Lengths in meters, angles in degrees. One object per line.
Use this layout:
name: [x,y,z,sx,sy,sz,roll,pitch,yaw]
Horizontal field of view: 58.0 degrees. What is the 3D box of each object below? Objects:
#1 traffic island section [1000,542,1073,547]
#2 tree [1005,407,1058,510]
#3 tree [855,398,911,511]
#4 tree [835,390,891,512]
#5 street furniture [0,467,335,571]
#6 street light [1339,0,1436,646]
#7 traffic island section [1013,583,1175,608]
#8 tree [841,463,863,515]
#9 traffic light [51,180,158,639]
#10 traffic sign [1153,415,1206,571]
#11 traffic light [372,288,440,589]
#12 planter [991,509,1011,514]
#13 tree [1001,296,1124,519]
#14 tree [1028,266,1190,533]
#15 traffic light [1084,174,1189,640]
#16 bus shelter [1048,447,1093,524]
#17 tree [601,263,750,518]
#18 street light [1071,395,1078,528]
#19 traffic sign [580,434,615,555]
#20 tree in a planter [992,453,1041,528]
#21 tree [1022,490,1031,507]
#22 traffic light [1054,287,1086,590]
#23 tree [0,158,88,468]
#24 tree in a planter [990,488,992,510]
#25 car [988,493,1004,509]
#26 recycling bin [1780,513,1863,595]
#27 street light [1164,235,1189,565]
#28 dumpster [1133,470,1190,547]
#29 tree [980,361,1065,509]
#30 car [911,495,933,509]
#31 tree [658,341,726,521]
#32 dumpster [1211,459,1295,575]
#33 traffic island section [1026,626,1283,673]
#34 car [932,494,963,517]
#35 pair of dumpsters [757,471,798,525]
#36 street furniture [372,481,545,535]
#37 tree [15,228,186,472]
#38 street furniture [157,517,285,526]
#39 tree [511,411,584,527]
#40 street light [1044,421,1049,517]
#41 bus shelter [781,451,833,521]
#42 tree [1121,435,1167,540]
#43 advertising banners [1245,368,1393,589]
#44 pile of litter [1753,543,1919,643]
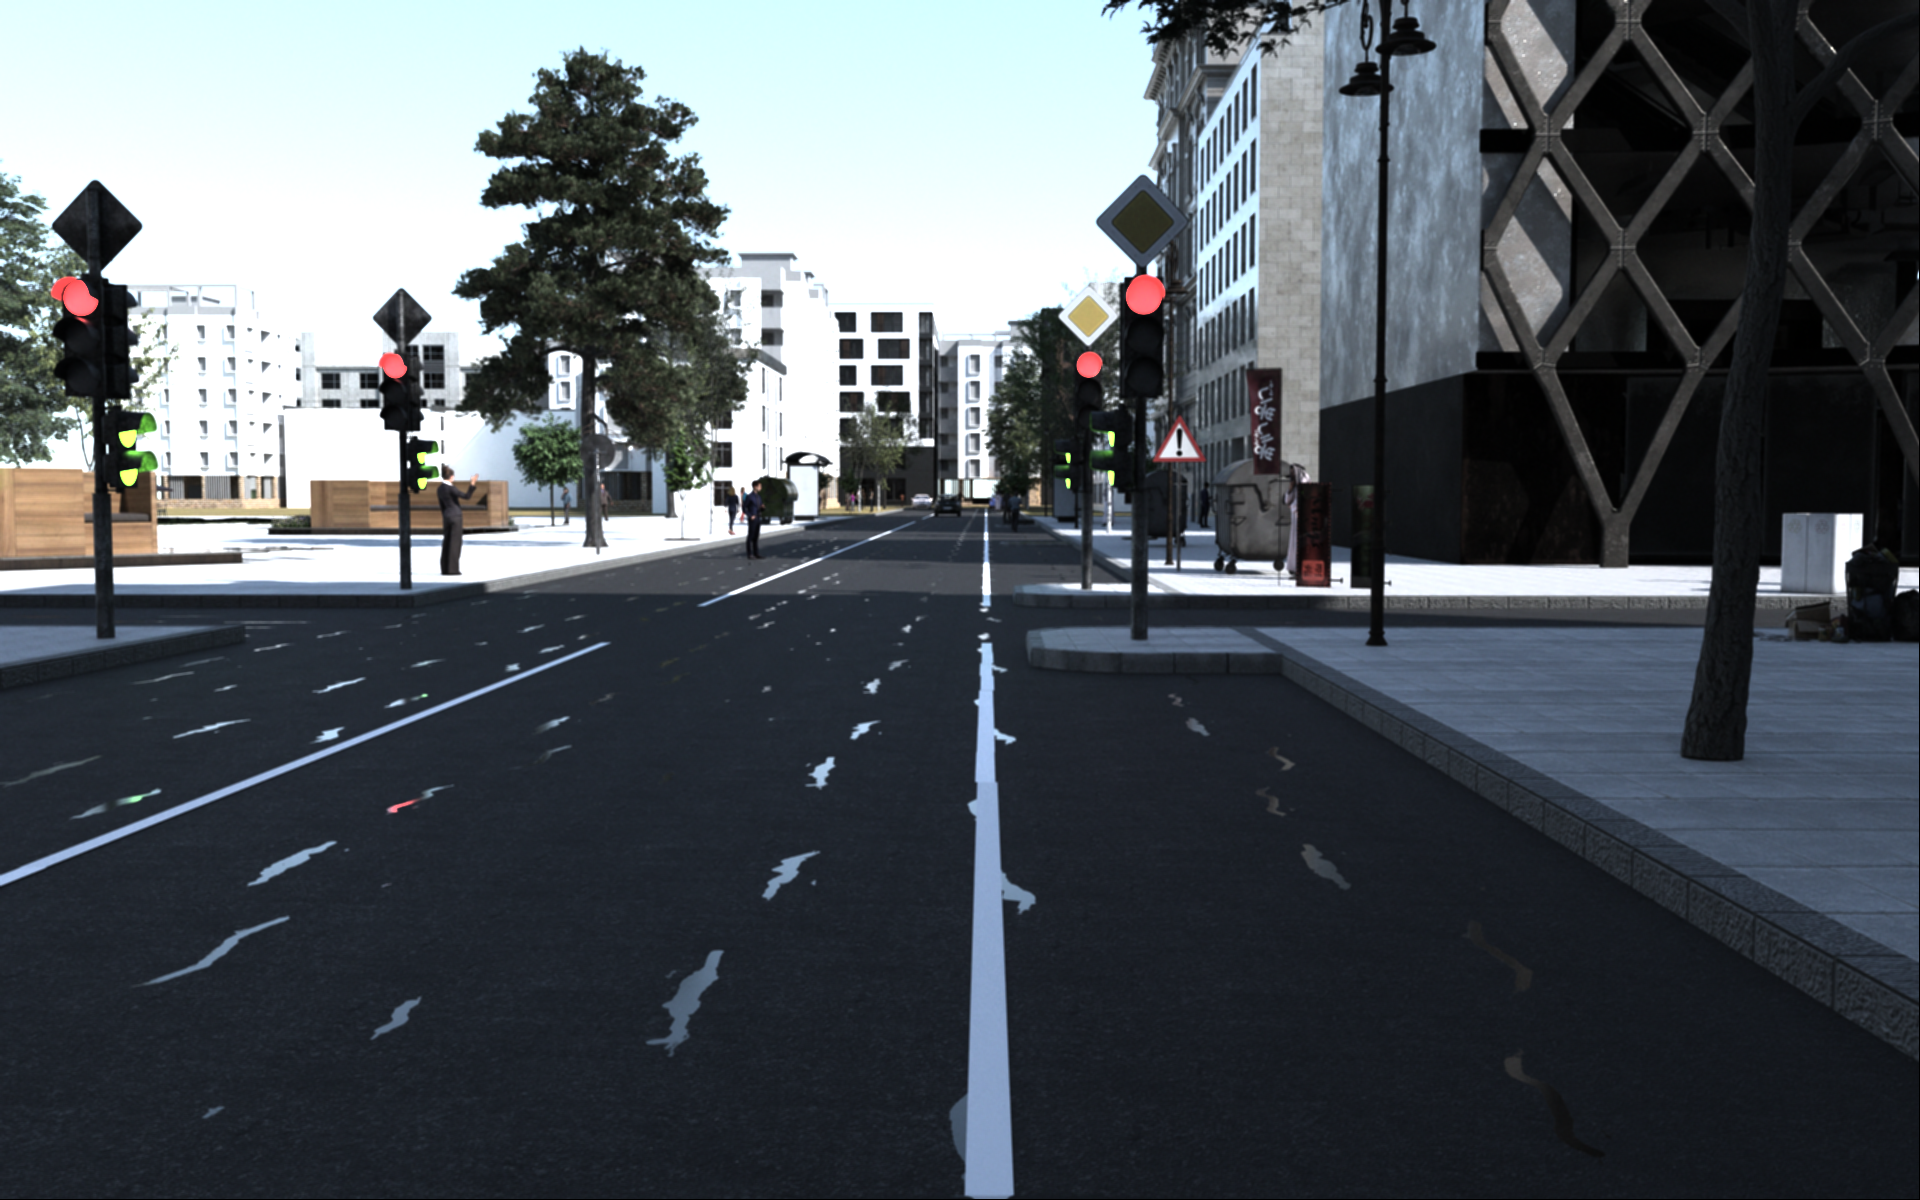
traffic island section: [2.097,-1.541,48.055,1.991,0.108,1.994,0,4,1]
tree: [5.757,-11.586,139.797,4.737,8.622,4.395,0,3,0]
tree: [-6.055,-11.214,133.711,4.737,8.622,4.395,0,3,0]
tree: [-7.110,-10.612,123.863,4.360,8.622,3.978,0,3,0]
street furniture: [-18.616,-1.541,32.054,9.812,1.723,11.010,3,5,39]
street light: [3.539,-2.553,14.537,0.468,5.910,1.993,0,4,1]
traffic island section: [1.725,-0.062,23.292,2.009,0.180,2.903,0,4,1]
tree: [-6.744,-6.902,107.456,1.663,3.219,1.824,0,3,0]
traffic light: [-7.595,-1.595,15.317,0.839,4.213,0.868,0,4,1]
traffic sign: [3.631,-1.756,28.712,0.884,2.594,0.081,0,4,4]
traffic light: [-7.475,-2.083,23.301,0.839,4.213,0.868,0,4,1]
planter: [3.280,-6.445,126.512,1.991,0.319,1.994,0,4,1]
tree: [5.659,-9.982,88.955,9.928,11.665,9.643,0,3,0]
tree: [4.967,-6.457,55.938,4.360,8.622,3.978,0,3,0]
traffic light: [1.565,-1.587,15.195,0.839,4.213,0.868,0,4,1]
bus shelter: [4.965,-5.055,76.569,2.014,3.302,5.546,0,4,1]
tree: [-15.329,-11.277,91.804,7.806,13.903,7.818,0,3,0]
street light: [4.355,-5.616,64.603,0.468,5.910,1.993,0,4,1]
traffic sign: [-7.636,-2.224,36.470,0.768,2.556,0.104,0,4,5]
tree in a planter: [2.503,-4.753,74.933,1.991,3.239,1.994,0,4,1]
tree: [6.229,-10.677,169.174,1.663,3.219,1.824,0,3,0]
traffic light: [1.685,-2.076,23.180,0.839,4.213,0.868,0,4,1]
tree: [-36.437,-9.566,63.066,9.857,13.997,8.962,0,3,0]
tree in a planter: [3.683,-9.573,153.736,1.991,3.239,1.994,0,4,1]
car: [3.699,-9.640,167.203,1.945,1.707,3.694,0,4,1]
recycling bin: [11.163,-0.605,22.440,0.722,1.027,0.722,-3,4,-36]
street light: [3.793,-3.573,31.206,0.468,5.910,1.993,0,4,1]
dumpster: [4.966,-2.257,42.653,1.264,1.857,1.865,0,4,1]
tree: [5.294,-14.030,147.510,7.486,12.596,7.792,0,3,0]
car: [-3.659,-9.412,166.245,2.083,1.381,4.827,0,4,-1]
tree: [-13.326,-8.068,82.274,4.737,8.622,4.395,0,3,0]
dumpster: [4.815,-1.366,28.097,1.264,1.857,1.865,0,4,1]
traffic island section: [1.605,0.427,15.308,2.009,0.180,2.903,0,4,1]
car: [-0.797,-6.207,111.273,2.009,1.686,4.222,0,4,0]
pair of dumpsters: [-7.776,-4.296,72.729,1.574,2.255,4.436,0,4,1]
street furniture: [-18.879,-3.148,58.320,11.010,1.723,9.812,0,4,3]
tree: [-24.229,-5.997,48.411,4.737,8.622,4.395,0,3,0]
street furniture: [-39.574,-4.653,81.113,27.439,1.986,14.083,3,4,38]
tree: [-16.195,-5.206,68.830,4.285,4.588,4.351,0,3,0]
street light: [4.864,-7.651,97.877,0.468,5.910,1.993,0,4,1]
bus shelter: [-7.449,-5.573,85.042,2.014,3.302,5.546,0,4,1]
tree: [4.953,-3.323,48.935,1.663,3.219,1.824,0,3,0]
advertising banners: [4.900,-1.688,23.791,2.074,3.025,0.090,2,4,29]
pile of litter: [7.901,-0.085,15.363,1.719,0.858,1.176,1,4,12]
